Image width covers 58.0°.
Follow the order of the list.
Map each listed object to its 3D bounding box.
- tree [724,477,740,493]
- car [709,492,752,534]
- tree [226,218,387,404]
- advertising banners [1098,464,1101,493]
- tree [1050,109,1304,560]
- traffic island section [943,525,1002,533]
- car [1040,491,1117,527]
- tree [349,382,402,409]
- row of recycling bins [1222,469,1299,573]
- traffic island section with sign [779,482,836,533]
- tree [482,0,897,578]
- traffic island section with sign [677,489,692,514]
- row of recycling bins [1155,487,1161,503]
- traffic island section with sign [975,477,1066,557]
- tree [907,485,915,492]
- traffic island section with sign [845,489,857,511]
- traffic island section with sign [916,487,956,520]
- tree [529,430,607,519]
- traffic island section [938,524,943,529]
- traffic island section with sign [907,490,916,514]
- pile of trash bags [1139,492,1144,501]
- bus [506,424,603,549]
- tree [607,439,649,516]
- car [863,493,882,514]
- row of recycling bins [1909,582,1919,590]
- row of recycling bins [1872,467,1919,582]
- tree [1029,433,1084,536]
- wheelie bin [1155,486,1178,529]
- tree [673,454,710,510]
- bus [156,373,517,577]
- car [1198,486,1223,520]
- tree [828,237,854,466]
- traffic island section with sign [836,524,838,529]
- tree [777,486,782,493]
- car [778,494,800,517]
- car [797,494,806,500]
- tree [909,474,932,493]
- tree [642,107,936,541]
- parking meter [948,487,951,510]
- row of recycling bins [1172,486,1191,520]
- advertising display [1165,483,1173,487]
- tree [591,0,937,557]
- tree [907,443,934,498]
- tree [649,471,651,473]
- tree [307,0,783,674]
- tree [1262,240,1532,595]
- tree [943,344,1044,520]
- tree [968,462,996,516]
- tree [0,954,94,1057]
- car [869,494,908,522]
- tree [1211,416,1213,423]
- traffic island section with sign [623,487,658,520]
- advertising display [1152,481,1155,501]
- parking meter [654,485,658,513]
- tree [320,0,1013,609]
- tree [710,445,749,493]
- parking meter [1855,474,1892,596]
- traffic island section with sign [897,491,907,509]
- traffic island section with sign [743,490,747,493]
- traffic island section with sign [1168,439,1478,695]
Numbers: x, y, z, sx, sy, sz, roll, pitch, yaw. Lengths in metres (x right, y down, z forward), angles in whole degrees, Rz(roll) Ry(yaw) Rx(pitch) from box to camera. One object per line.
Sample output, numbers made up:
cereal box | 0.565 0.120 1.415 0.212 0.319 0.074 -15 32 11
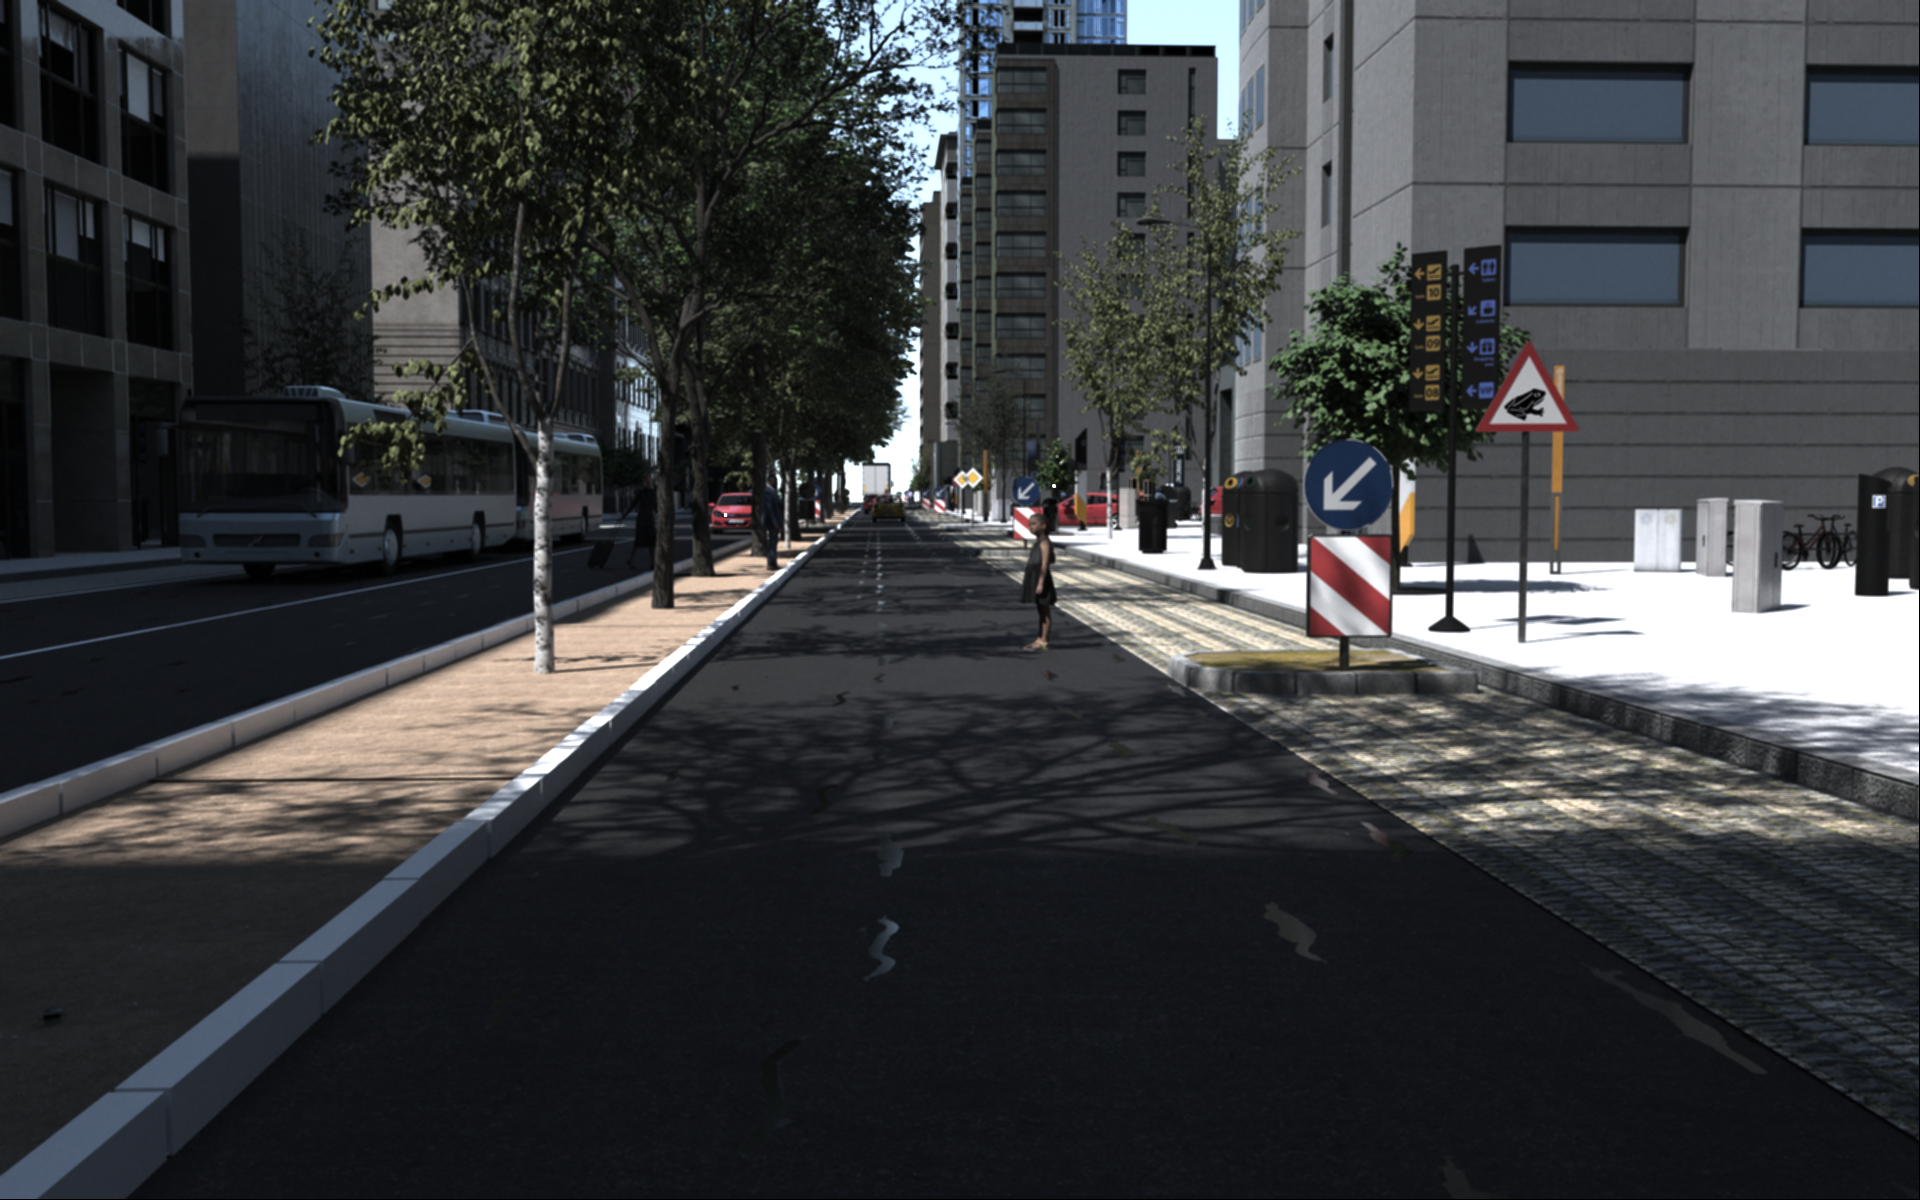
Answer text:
tree | -25.615 -12.463 198.368 1.663 3.219 1.824 0 3 0
car | -8.025 -3.292 62.870 2.155 1.783 4.494 0 4 -5
tree | -17.188 -5.862 46.211 4.360 8.622 3.978 0 3 0
advertising banners | 8.096 -6.389 100.645 0.090 3.025 2.074 0 4 1
tree | 4.565 -5.073 33.298 4.737 8.622 4.395 0 3 0
traffic island section | 0.506 -2.608 64.929 2.009 0.180 2.903 0 4 -3
car | 4.731 -3.642 68.579 4.494 1.783 2.155 0 4 -2
tree | -17.537 -4.095 50.670 4.285 4.588 4.351 0 3 0
row of recycling bins | 5.153 -1.379 29.660 1.069 1.692 3.534 0 4 1
traffic island section with sign | -5.760 -3.470 64.869 2.006 1.907 1.989 0 4 -3
tree | -4.556 -6.208 29.716 9.928 11.665 9.643 0 3 0
traffic island section with sign | -18.785 -6.917 121.723 1.989 1.847 2.006 0 4 -3
row of recycling bins | 12.320 -5.919 103.892 1.069 1.692 3.534 0 4 -5
traffic island section with sign | 1.363 -1.933 40.236 1.989 1.847 2.006 0 4 -3
tree | -8.328 -18.678 299.990 1.663 3.219 1.824 0 3 0
traffic island section with sign | -9.709 -8.513 147.320 2.006 1.907 1.989 0 4 -3
traffic island section with sign | -1.253 -5.283 95.006 1.989 1.847 2.006 0 4 -3
tree | -19.101 -5.850 79.363 4.285 4.588 4.351 0 3 0
traffic island section | 0.124 -3.096 72.905 2.009 0.180 2.903 0 4 -3
traffic island section with sign | -2.551 -6.930 121.930 1.989 1.847 2.006 0 4 -3
pile of trash bags | 8.823 -5.252 95.622 3.447 1.369 1.912 3 5 44
bus | -12.051 -3.211 47.354 2.948 3.499 13.247 0 4 -3
tree | -19.330 -6.523 90.364 4.285 4.588 4.351 0 3 0
car | -5.980 -7.101 125.142 2.155 1.783 4.494 0 4 -1
row of recycling bins | 14.515 -0.958 22.769 3.534 1.692 1.069 1 4 16
row of recycling bins | 15.645 -1.175 26.320 3.534 1.692 1.069 1 4 11
tree | 3.166 -3.635 54.040 1.663 3.219 1.824 0 3 0
wheelie bin | 7.666 -3.466 64.585 0.693 1.594 0.980 3 5 44
tree | -22.046 -9.637 141.278 4.285 4.588 4.351 0 3 0
bus | -11.198 -2.322 32.832 2.948 3.499 13.247 0 4 -2
car | 12.091 -3.663 68.570 5.304 1.827 2.281 0 4 -3
tree | -4.526 -5.634 44.932 4.737 8.622 4.395 0 3 0
traffic island section with sign | -6.104 -3.922 72.268 2.006 1.907 1.989 0 4 -3
tree | -30.091 -18.394 295.342 1.663 3.219 1.824 0 3 0
car | -10.990 -6.148 109.322 1.959 1.807 4.718 0 4 -4
car | -18.998 -11.748 203.882 2.131 1.459 4.920 0 4 -3
tree | -5.683 -16.187 248.371 4.285 4.588 4.351 0 3 0
tree | -5.143 -8.756 52.265 9.857 13.997 8.962 0 3 0
parking meter | -0.703 -7.969 135.997 0.399 1.863 0.255 -2 4 -29
row of recycling bins | 10.842 -4.809 85.733 1.069 1.692 3.534 0 4 4
advertising display | 12.003 -5.637 97.385 0.974 1.923 0.123 1 4 18
tree | -4.409 -7.212 38.495 7.486 12.596 7.792 0 3 0
tree | -5.310 -17.824 241.780 4.737 8.622 4.395 0 3 0
tree | -20.003 -7.269 102.559 4.285 4.588 4.351 0 3 0
tree | -3.360 -3.728 13.770 4.737 8.622 4.395 0 3 0
tree | 5.700 -2.382 22.666 4.285 4.588 4.351 0 3 0
tree | 1.472 -8.234 84.995 4.360 8.622 3.978 0 3 0
tree | 1.138 -6.416 99.508 1.663 3.219 1.824 0 3 0
tree | -3.044 -5.598 4.352 12.009 13.543 11.850 0 3 0
car | -3.708 -4.876 89.942 2.015 1.641 3.980 0 4 -3
tree | 17.001 -9.463 105.082 4.360 8.622 3.978 0 3 0
traffic island section with sign | -17.490 -5.270 94.799 1.989 1.847 2.006 0 4 -3
advertising display | 9.911 -5.110 88.755 0.123 1.923 0.974 0 4 8
parking meter | -20.154 -6.682 114.962 0.255 1.863 0.399 0 4 -7
tree | -3.712 -5.141 20.931 8.767 10.594 7.601 0 4 -3
tree | -23.358 -13.860 176.975 4.360 8.622 3.978 0 3 0
parking meter | 11.515 -0.821 21.833 0.372 1.533 0.369 0 3 0
traffic island section with sign | -4.953 -9.990 171.970 1.989 1.847 2.006 0 4 -3
traffic island section with sign | -21.152 -9.954 171.380 1.989 1.847 2.006 0 4 -3
traffic island section with sign | 2.653 -0.282 13.234 1.989 1.847 2.006 0 4 -3
